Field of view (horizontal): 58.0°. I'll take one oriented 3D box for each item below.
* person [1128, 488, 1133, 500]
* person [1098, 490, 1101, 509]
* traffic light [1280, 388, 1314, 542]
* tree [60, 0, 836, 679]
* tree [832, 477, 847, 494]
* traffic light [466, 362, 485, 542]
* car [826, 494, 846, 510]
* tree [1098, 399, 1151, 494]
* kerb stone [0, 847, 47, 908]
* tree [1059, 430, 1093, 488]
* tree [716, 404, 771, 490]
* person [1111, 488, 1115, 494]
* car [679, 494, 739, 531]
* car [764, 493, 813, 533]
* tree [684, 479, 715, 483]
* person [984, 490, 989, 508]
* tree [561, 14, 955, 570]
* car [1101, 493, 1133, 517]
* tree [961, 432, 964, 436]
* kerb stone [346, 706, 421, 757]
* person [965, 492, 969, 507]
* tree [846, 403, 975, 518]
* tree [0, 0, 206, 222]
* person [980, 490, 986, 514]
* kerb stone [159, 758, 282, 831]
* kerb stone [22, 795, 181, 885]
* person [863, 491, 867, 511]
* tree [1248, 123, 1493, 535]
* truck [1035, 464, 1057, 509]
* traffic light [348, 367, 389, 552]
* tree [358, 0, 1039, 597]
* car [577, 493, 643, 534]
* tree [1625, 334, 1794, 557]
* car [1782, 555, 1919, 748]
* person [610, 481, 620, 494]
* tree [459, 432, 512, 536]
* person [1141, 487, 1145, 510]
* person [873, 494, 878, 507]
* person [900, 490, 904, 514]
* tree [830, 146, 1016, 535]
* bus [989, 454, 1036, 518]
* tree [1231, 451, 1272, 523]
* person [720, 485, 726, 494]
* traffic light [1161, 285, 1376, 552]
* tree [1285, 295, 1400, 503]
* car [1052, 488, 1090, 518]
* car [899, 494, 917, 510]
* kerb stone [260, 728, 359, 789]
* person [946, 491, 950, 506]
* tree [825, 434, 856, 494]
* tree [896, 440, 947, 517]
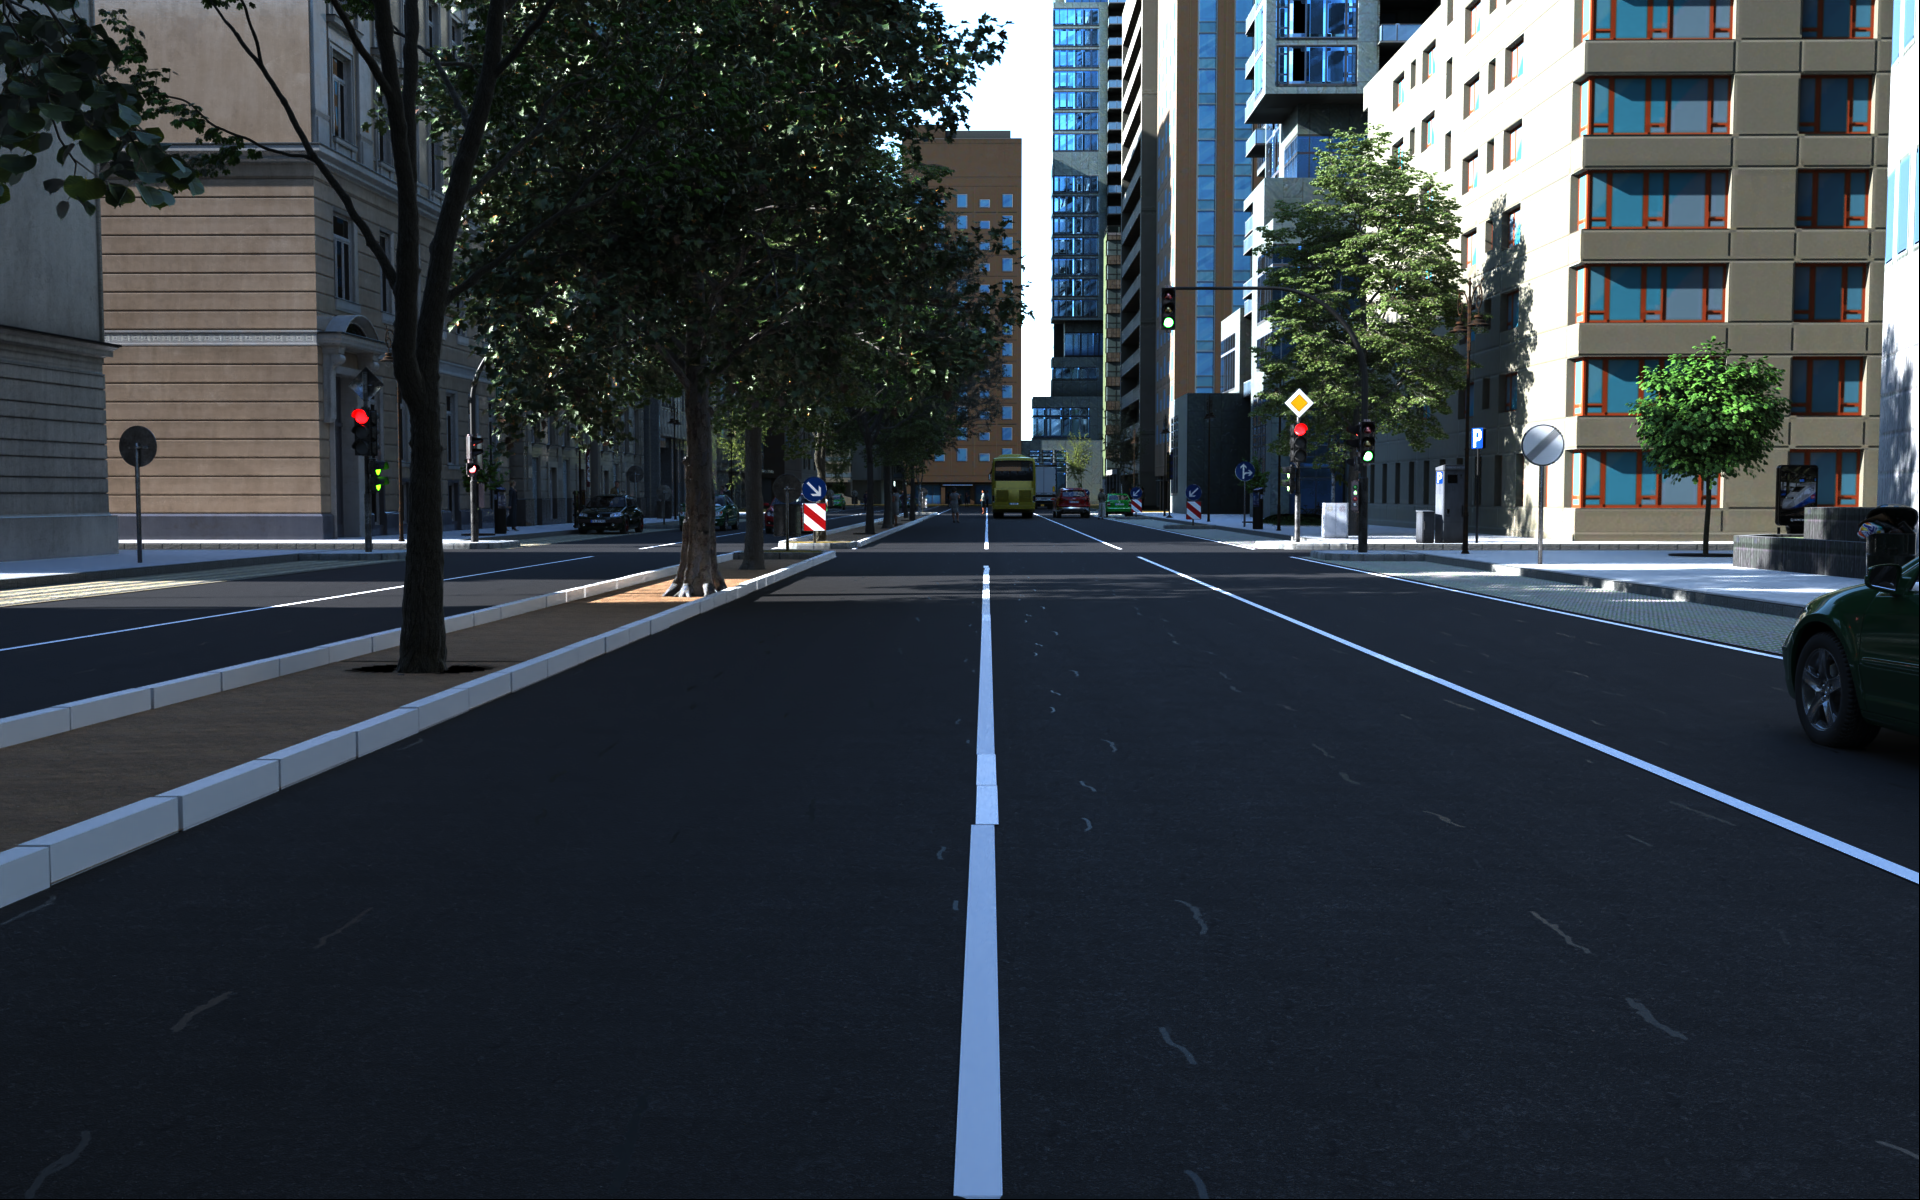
[{"bbox_3d":[13.908,-8.280,141.447,0.705,1.821,1.348,1,4,22],"label":"person"},{"bbox_3d":[12.342,-8.927,152.551,0.434,1.755,0.990,1,4,12],"label":"person"},{"bbox_3d":[8.962,-3.492,46.014,0.839,4.253,0.868,0,4,1],"label":"traffic light"},{"bbox_3d":[-4.210,-5.213,13.447,9.928,11.665,9.643,0,3,0],"label":"tree"},{"bbox_3d":[-13.385,-12.269,195.192,1.663,3.219,1.824,0,3,0],"label":"tree"},{"bbox_3d":[-10.904,-4.384,46.342,4.771,5.953,1.251,0,4,1],"label":"traffic light"},{"bbox_3d":[-11.197,-8.865,153.742,1.959,1.807,4.718,0,4,2],"label":"car"},{"bbox_3d":[12.630,-11.246,134.240,4.360,8.622,3.978,0,3,0],"label":"tree"},{"bbox_3d":[-3.383,1.004,5.807,0.120,0.150,1.000,0,4,1],"label":"kerb stone"},{"bbox_3d":[13.470,-15.169,198.377,4.737,8.622,4.395,0,3,0],"label":"tree"},{"bbox_3d":[-14.365,-10.149,116.300,4.737,8.622,4.395,0,3,0],"label":"tree"},{"bbox_3d":[14.282,-9.478,161.099,0.705,1.812,1.348,-1,4,-16],"label":"person"},{"bbox_3d":[-9.917,-3.481,68.712,2.131,1.459,4.920,0,4,2],"label":"car"},{"bbox_3d":[-6.210,-3.394,64.528,2.155,1.783,4.494,0,3,0],"label":"car"},{"bbox_3d":[-14.641,-6.197,95.918,1.663,3.219,1.824,0,3,0],"label":"tree"},{"bbox_3d":[2.872,-10.784,184.808,0.705,1.826,1.348,-1,4,-13],"label":"person"},{"bbox_3d":[-3.995,-6.861,32.758,7.486,12.596,7.792,0,3,0],"label":"tree"},{"bbox_3d":[9.671,-5.999,106.881,1.959,1.807,4.718,0,4,1],"label":"car"},{"bbox_3d":[-3.086,-9.240,71.658,7.486,12.596,7.792,0,3,0],"label":"tree"},{"bbox_3d":[-3.321,0.757,9.908,0.120,0.150,1.000,0,4,1],"label":"kerb stone"},{"bbox_3d":[0.783,-10.894,188.081,0.593,1.643,0.415,1,4,19],"label":"person"},{"bbox_3d":[-3.196,-10.190,103.469,8.767,10.594,7.601,0,4,1],"label":"tree"},{"bbox_3d":[-4.381,-5.739,2.944,9.857,13.997,8.962,0,3,0],"label":"tree"},{"bbox_3d":[1.564,-6.939,122.735,0.721,1.735,1.217,0,4,6],"label":"person"},{"bbox_3d":[-3.354,0.877,7.856,0.120,0.150,1.000,0,4,1],"label":"kerb stone"},{"bbox_3d":[-3.377,0.940,6.832,0.120,0.150,1.000,0,4,1],"label":"kerb stone"},{"bbox_3d":[-8.086,-8.554,149.283,0.541,1.710,0.530,-1,4,-19],"label":"person"},{"bbox_3d":[12.638,-8.285,53.591,7.486,12.596,7.792,0,3,0],"label":"tree"},{"bbox_3d":[7.897,-10.973,168.325,2.839,4.237,11.283,0,4,0],"label":"truck"},{"bbox_3d":[-13.122,-3.024,38.355,0.839,4.253,0.868,0,4,1],"label":"traffic light"},{"bbox_3d":[-3.669,-6.401,24.115,9.611,12.733,9.660,0,3,0],"label":"tree"},{"bbox_3d":[-12.668,-3.246,62.863,2.009,1.686,4.222,0,4,1],"label":"car"},{"bbox_3d":[15.399,-3.184,35.776,4.285,4.588,4.351,0,3,0],"label":"tree"},{"bbox_3d":[5.774,0.208,8.405,2.131,1.459,4.920,0,4,1],"label":"car"},{"bbox_3d":[-14.431,-4.063,72.380,0.836,1.842,0.656,-1,4,-9],"label":"person"},{"bbox_3d":[-14.970,-3.601,53.482,1.663,3.219,1.824,0,3,0],"label":"tree"},{"bbox_3d":[14.334,-7.972,136.392,0.705,1.823,1.348,1,4,22],"label":"person"},{"bbox_3d":[-10.010,-11.506,196.631,1.348,1.824,0.705,1,4,21],"label":"person"},{"bbox_3d":[-4.284,-7.211,126.849,0.568,1.767,0.683,0,4,-8],"label":"person"},{"bbox_3d":[-3.151,-9.039,60.618,12.009,13.543,11.850,0,3,0],"label":"tree"},{"bbox_3d":[3.202,-7.007,106.111,2.896,3.916,12.252,0,4,1],"label":"bus"},{"bbox_3d":[13.186,-5.058,77.293,1.663,3.219,1.824,0,3,0],"label":"tree"},{"bbox_3d":[-14.874,-6.252,108.270,0.555,1.821,0.388,2,4,29],"label":"person"},{"bbox_3d":[6.744,-3.869,37.921,4.771,5.953,1.251,0,4,1],"label":"traffic light"},{"bbox_3d":[13.809,-6.878,62.819,4.737,8.622,4.395,0,3,0],"label":"tree"},{"bbox_3d":[6.750,-5.905,105.212,2.281,1.827,5.304,0,4,0],"label":"car"},{"bbox_3d":[-4.823,-8.702,154.068,2.131,1.459,4.920,0,3,0],"label":"car"},{"bbox_3d":[-3.341,0.814,8.886,0.120,0.150,1.000,0,4,1],"label":"kerb stone"},{"bbox_3d":[-1.353,-11.128,191.265,0.721,1.723,1.217,0,4,7],"label":"person"},{"bbox_3d":[-13.869,-15.206,198.986,4.737,8.622,4.395,0,3,0],"label":"tree"},{"bbox_3d":[-2.583,-9.588,109.589,4.360,8.622,3.978,0,3,0],"label":"tree"}]
